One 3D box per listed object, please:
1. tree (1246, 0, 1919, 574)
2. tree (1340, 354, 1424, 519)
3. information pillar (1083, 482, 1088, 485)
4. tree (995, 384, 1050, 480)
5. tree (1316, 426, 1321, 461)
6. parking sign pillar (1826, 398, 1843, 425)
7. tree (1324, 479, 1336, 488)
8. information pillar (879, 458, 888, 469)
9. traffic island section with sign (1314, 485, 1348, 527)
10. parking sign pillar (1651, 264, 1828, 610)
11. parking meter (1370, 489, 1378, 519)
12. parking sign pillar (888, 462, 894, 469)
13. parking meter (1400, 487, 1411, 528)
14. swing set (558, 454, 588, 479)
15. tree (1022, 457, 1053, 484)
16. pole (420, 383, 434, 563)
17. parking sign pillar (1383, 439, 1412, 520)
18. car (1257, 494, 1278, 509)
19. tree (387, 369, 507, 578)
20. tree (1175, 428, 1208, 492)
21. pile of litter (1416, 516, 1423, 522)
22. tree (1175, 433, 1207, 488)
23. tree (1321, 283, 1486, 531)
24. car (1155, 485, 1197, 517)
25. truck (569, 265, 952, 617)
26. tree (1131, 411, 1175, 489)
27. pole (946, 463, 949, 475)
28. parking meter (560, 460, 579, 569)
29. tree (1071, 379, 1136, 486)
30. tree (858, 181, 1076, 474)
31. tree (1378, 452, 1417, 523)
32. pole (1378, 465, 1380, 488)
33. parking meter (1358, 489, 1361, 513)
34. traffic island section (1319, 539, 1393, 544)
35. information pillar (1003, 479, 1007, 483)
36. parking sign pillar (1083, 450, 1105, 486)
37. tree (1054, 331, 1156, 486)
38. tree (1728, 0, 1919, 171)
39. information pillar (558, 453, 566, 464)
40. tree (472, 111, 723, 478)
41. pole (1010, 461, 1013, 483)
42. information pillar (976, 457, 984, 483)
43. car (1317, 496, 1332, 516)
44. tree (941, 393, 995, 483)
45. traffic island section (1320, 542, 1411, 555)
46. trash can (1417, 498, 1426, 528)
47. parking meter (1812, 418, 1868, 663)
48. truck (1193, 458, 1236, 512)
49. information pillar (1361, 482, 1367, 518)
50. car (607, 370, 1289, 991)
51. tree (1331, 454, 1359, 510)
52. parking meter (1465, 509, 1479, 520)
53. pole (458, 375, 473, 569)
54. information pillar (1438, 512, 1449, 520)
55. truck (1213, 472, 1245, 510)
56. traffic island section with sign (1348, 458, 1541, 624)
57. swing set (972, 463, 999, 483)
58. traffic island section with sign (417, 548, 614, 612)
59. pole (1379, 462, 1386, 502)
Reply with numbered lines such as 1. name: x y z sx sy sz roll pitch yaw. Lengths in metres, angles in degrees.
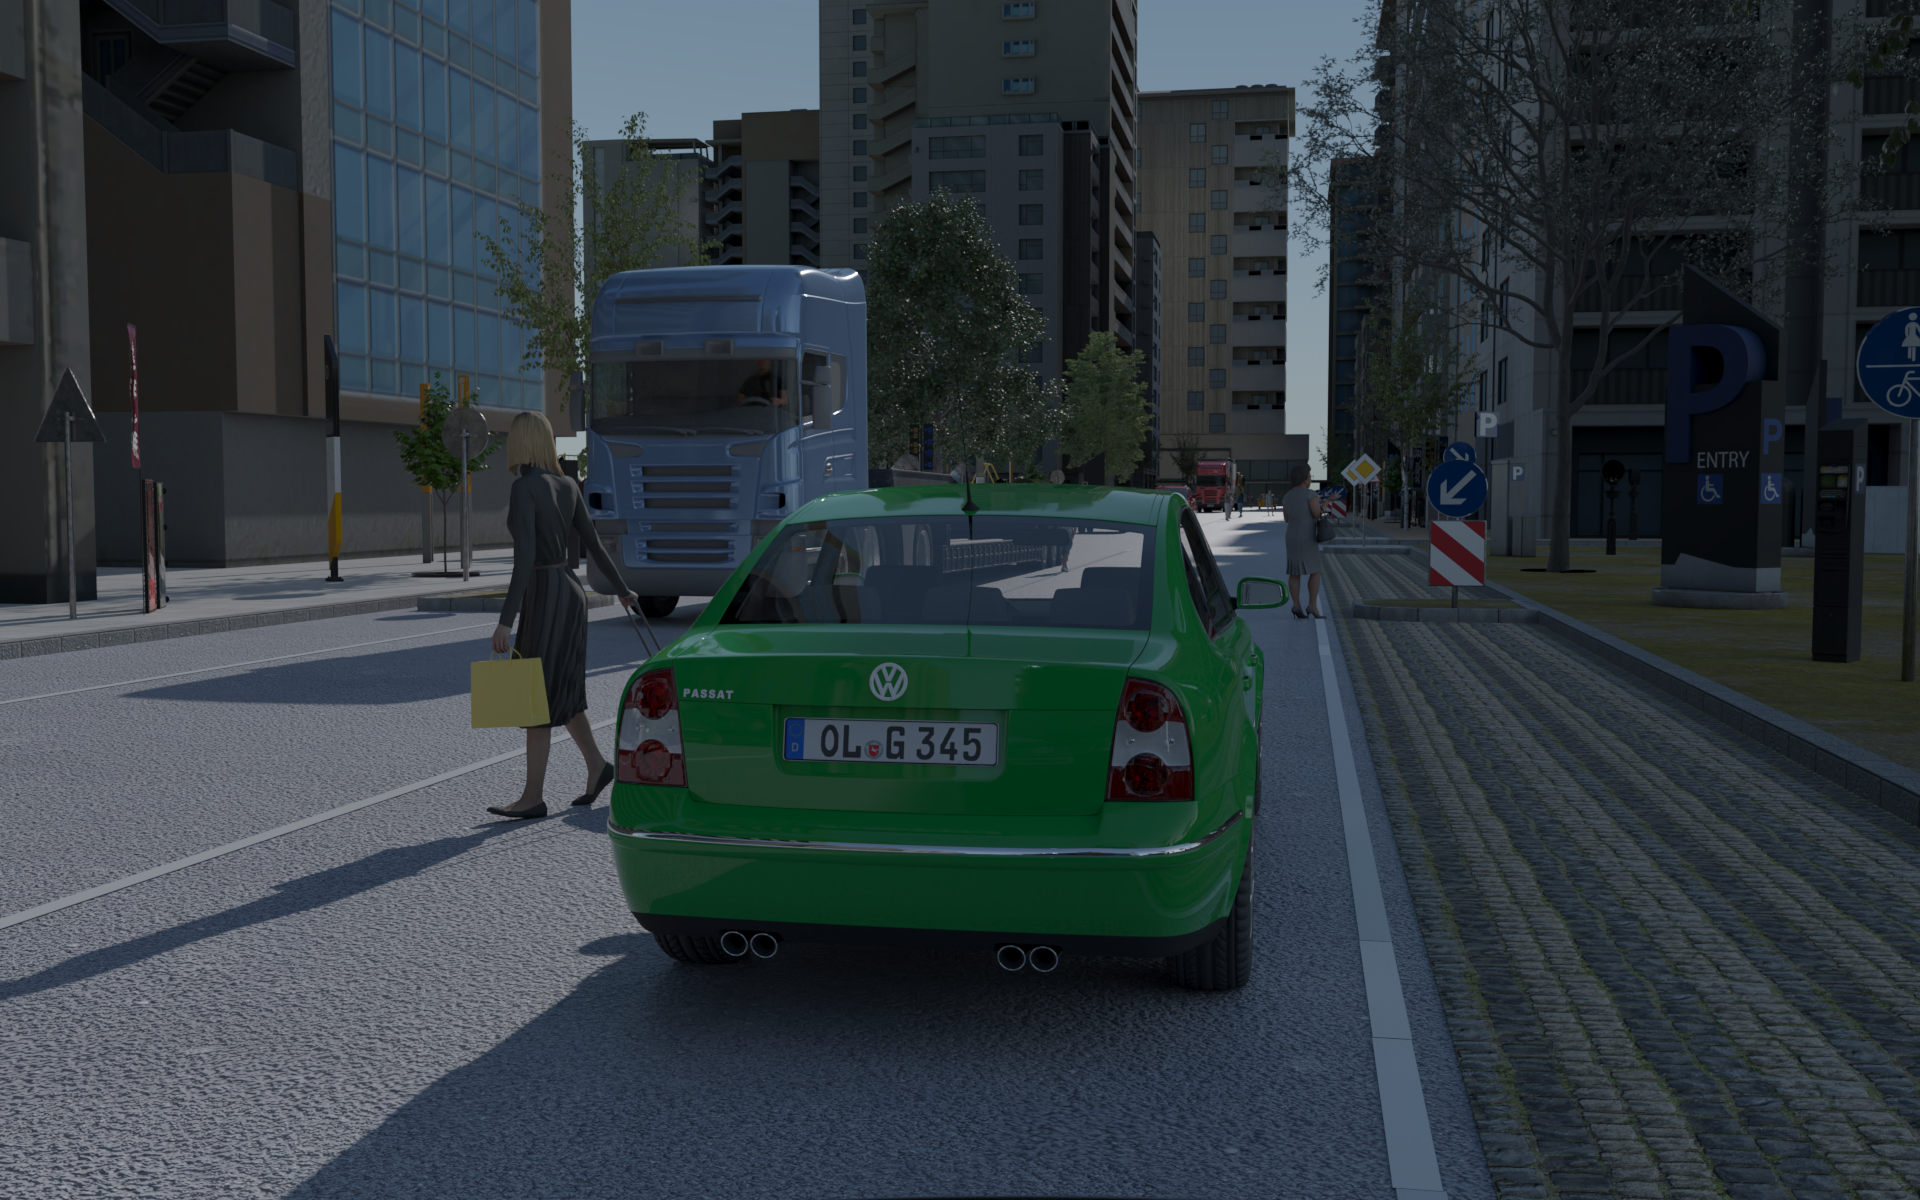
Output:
1. tree: 9.987 -7.198 28.055 12.009 13.543 11.850 0 3 0
2. tree: 22.148 -8.581 90.656 4.360 8.622 3.978 0 3 0
3. information pillar: 7.497 -6.075 103.825 0.304 2.012 0.304 0 4 5
4. tree: 4.047 -10.000 113.864 4.737 8.622 4.395 0 3 0
5. tree: 37.612 -13.613 172.941 4.737 8.622 4.395 0 3 0
6. parking sign pillar: 17.600 -2.869 35.387 1.447 3.967 1.447 1 4 16
7. tree: 39.168 -11.402 181.016 1.663 3.219 1.824 0 3 0
8. information pillar: -3.230 -4.986 72.874 0.183 3.616 0.504 -3 5 -44
9. traffic island section with sign: 16.265 -4.055 74.920 1.989 1.847 2.006 1 4 11
10. parking sign pillar: 8.723 -1.916 19.800 1.447 3.967 1.447 -2 4 -28
11. parking meter: 21.164 -4.905 88.604 0.372 1.533 0.369 0 3 0
12. parking sign pillar: -4.181 -7.233 106.726 1.447 3.967 1.447 -1 4 -17
13. parking meter: 16.690 -3.451 64.841 0.372 1.533 0.369 0 3 0
14. swing set: -15.283 -4.408 69.692 2.862 2.851 3.119 1 4 16
15. tree: 3.386 -5.410 83.049 1.663 3.219 1.824 0 3 0
16. pole: -9.869 -2.336 32.044 0.158 3.312 0.155 0 3 0
17. parking sign pillar: 21.495 -5.899 84.924 1.447 3.967 1.447 -2 4 -27
18. car: 29.535 -9.551 166.384 2.015 1.641 3.980 1 4 11
19. tree: -8.169 -1.984 27.044 1.663 3.219 1.824 0 3 0
20. tree: 25.044 -14.797 192.297 4.360 8.622 3.978 0 3 0
21. pile of litter: 21.430 -4.005 79.452 1.176 0.858 1.719 3 5 40
22. tree: 27.004 -15.444 202.870 4.737 8.622 4.395 0 3 0
23. tree: 15.717 -6.717 60.185 4.737 8.622 4.395 0 3 0
24. car: 9.415 -4.176 76.948 2.281 1.827 5.304 1 4 11
25. truck: -0.979 -2.254 26.613 2.967 4.110 18.799 1 4 13
26. tree: 15.614 -12.060 147.537 4.360 8.622 3.978 0 3 0
27. pole: -0.807 -7.413 115.044 0.158 3.312 0.155 0 3 0
28. parking meter: -6.717 -1.470 29.739 0.255 1.863 0.399 -2 4 -29
29. tree: 9.221 -9.852 111.435 4.737 8.622 4.395 0 3 0
30. tree: -0.816 -8.994 64.053 9.611 12.733 9.660 0 3 0
31. tree: 19.155 -5.012 76.543 1.663 3.219 1.824 0 3 0
32. pole: 29.122 -7.735 120.312 0.158 3.312 0.155 0 3 0
33. parking meter: 27.214 -6.850 117.713 0.255 1.863 0.399 1 4 15
34. traffic island section: 11.425 -1.706 50.178 2.009 0.180 2.903 1 4 11
35. information pillar: 2.115 -4.952 85.458 0.304 2.012 0.304 2 4 31
36. parking sign pillar: 8.222 -7.219 106.503 1.447 3.967 1.447 0 4 -5
37. tree: 10.038 -12.425 121.278 7.486 12.596 7.792 0 3 0
38. tree: 5.391 -3.499 7.574 4.360 8.622 3.978 0 3 0
39. information pillar: -22.512 -6.520 97.963 0.504 3.616 0.183 1 4 8
40. tree: -6.687 -5.038 32.742 4.737 8.622 4.395 0 3 0
41. pole: 3.173 -6.950 107.471 0.158 3.312 0.155 0 3 0
42. information pillar: 0.972 -5.744 85.268 0.183 3.616 0.504 3 5 43
43. car: 23.069 -6.026 111.105 1.945 1.354 3.894 1 4 10
44. tree: -0.702 -9.140 99.808 4.737 8.622 4.395 0 3 0
45. traffic island section: 9.898 -1.227 42.340 2.009 0.180 2.903 1 4 11
46. trash can: 17.750 -3.320 65.933 0.748 1.137 0.748 0 3 0
47. parking meter: 6.738 -0.462 13.266 0.255 1.863 0.399 3 5 45
48. truck: 20.457 -9.148 138.475 2.839 4.237 11.283 1 4 13
49. information pillar: 21.832 -5.448 93.574 0.304 2.012 0.304 1 4 9
50. car: 0.236 0.141 6.489 1.959 1.807 4.718 1 4 11
51. tree: 31.743 -9.572 140.218 4.285 4.588 4.351 0 3 0
52. parking meter: 15.976 -2.960 54.101 0.399 1.863 0.255 3 4 37
53. pole: -8.505 -2.197 29.760 0.158 3.312 0.155 0 3 0
54. information pillar: 14.240 -2.844 50.990 0.304 2.012 0.304 1 4 20
55. truck: 23.780 -9.696 154.450 3.469 3.379 9.791 1 4 11
56. traffic island section with sign: 5.594 -0.704 20.133 1.989 1.847 2.006 1 4 11
57. swing set: 1.354 -5.516 87.808 2.862 2.851 3.119 0 4 8
58. traffic island section with sign: -5.521 -0.820 22.040 1.989 1.847 2.006 1 4 11
59. pole: 24.140 -6.403 98.539 0.158 3.312 0.155 0 3 0
